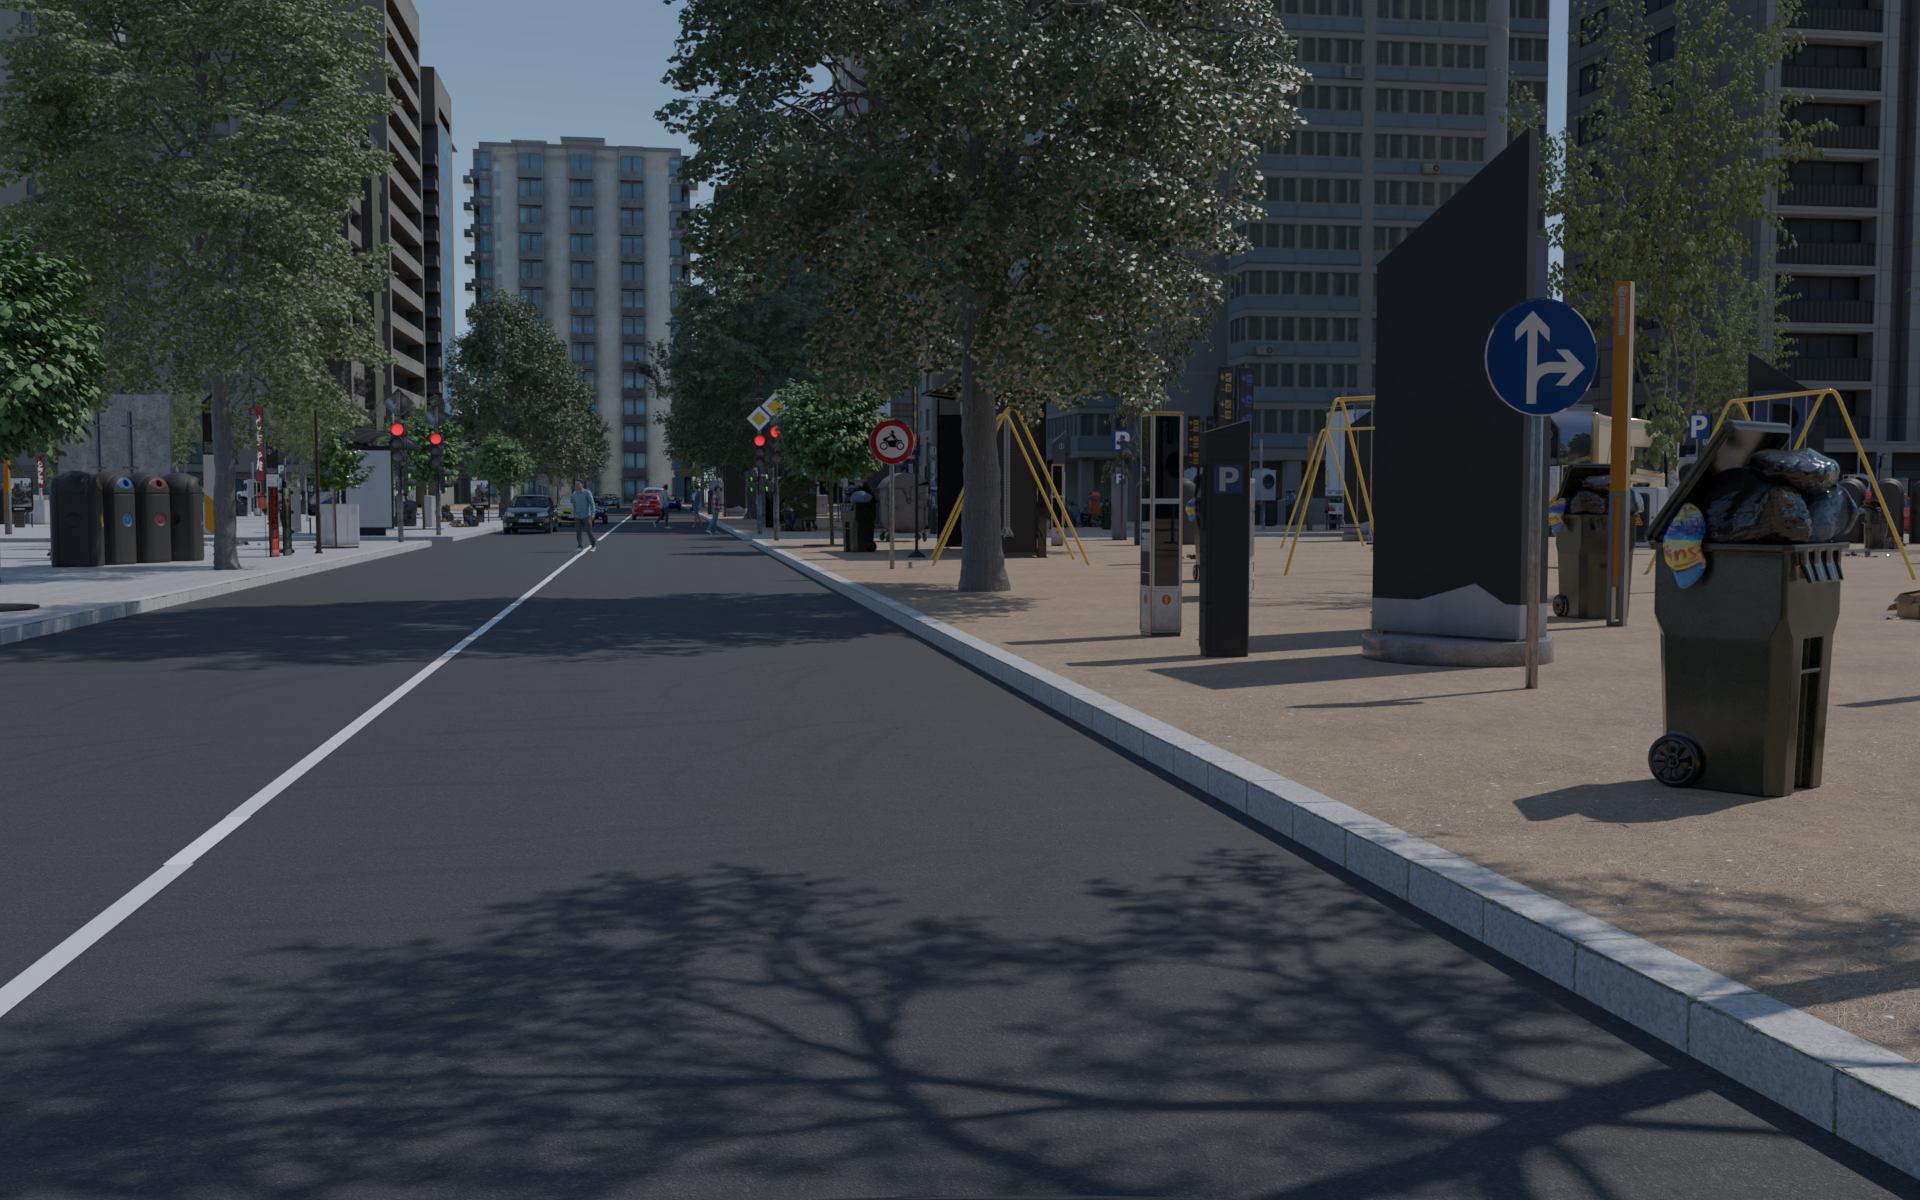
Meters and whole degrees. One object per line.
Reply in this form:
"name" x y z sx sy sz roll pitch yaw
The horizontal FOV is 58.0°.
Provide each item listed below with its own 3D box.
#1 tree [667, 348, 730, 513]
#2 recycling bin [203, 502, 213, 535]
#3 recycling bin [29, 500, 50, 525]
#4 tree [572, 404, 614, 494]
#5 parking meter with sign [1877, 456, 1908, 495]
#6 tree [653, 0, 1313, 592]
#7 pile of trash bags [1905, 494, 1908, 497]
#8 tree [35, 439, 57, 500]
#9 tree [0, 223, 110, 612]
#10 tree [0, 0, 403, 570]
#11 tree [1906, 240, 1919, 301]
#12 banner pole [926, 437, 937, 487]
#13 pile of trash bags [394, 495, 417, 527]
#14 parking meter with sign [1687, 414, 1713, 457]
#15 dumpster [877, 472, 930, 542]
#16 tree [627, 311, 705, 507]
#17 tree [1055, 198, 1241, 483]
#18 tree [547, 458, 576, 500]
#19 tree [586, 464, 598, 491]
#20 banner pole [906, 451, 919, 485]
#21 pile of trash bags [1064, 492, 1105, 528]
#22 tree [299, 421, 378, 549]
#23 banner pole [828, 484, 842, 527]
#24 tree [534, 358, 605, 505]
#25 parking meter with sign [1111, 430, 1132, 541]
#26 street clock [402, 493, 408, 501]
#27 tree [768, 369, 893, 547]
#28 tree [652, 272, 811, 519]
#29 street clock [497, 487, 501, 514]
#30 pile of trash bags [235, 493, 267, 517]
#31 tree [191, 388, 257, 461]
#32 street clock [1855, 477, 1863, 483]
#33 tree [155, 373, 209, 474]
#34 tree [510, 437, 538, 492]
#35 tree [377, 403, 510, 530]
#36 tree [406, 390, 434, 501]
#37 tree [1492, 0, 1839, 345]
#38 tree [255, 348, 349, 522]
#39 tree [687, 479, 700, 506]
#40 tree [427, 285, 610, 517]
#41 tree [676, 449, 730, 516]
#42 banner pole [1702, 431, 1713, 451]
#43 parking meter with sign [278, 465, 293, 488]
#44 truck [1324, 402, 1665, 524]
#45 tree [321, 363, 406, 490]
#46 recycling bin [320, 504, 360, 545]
"tree" -16.427 -12.333 119.767 7.486 12.596 7.792 0 3 0
"recycling bin" -23.606 -2.585 54.813 0.722 1.027 0.722 2 4 24
"recycling bin" -38.754 -3.705 73.135 0.722 1.027 0.722 1 4 8
"tree" -34.365 -13.469 154.634 7.601 10.594 8.767 0 4 -1
"parking meter with sign" 42.663 -5.042 78.697 1.738 3.016 0.543 1 4 17
"tree" 0.328 -7.081 22.435 9.857 13.997 8.962 0 3 0
"pile of trash bags" 36.772 -3.507 67.095 1.912 1.369 3.447 3 5 41
"tree" -47.549 -8.749 93.405 4.737 8.622 4.395 0 3 0
"tree" -11.017 -2.167 19.137 4.285 4.588 4.351 0 3 0
"tree" -12.705 -6.764 28.713 7.486 12.596 7.792 0 3 0
"tree" 24.274 -5.513 40.494 4.737 8.622 4.395 0 3 0
"banner pole" -1.270 -5.232 75.566 0.401 3.779 0.863 -3 5 -40
"pile of trash bags" -22.471 -3.593 68.493 1.912 1.369 3.447 -1 4 -14
"parking meter with sign" 16.803 -2.565 38.196 1.738 3.016 0.543 -2 4 -32
"dumpster" -1.524 -2.529 47.110 1.264 1.857 1.865 -1 4 -10
"tree" -25.932 -19.095 168.100 12.611 20.169 13.585 0 3 0
"tree" 4.278 -5.437 39.262 4.360 8.622 3.978 0 3 0
"tree" -31.306 -11.295 135.030 4.737 8.622 4.395 0 3 0
"tree" -41.814 -14.902 194.005 4.360 8.622 3.978 0 3 0
"banner pole" -2.270 -5.831 85.361 0.863 3.779 0.401 1 4 11
"pile of trash bags" 4.884 -3.490 66.816 1.912 1.369 3.447 -1 4 -9
"tree" -14.756 -2.831 40.882 1.663 3.219 1.824 0 3 0
"banner pole" -4.889 -4.684 66.592 0.401 3.779 0.863 -1 4 -10
"tree" -33.291 -13.786 143.527 7.486 12.596 7.792 0 3 0
"parking meter with sign" 4.466 -3.184 48.321 0.543 3.016 1.738 0 4 2
"street clock" -24.938 -4.490 77.976 0.471 2.002 0.358 2 4 34
"tree" -3.116 -3.609 42.726 4.285 4.588 4.351 0 3 0
"tree" -10.669 -10.431 87.551 9.611 12.733 9.660 0 3 0
"street clock" -27.915 -6.161 105.296 0.358 2.002 0.471 2 4 31
"pile of trash bags" -41.282 -5.450 98.853 3.447 1.369 1.912 -3 5 -40
"tree" -50.382 -10.326 119.191 4.360 8.622 3.978 0 3 0
"street clock" 37.669 -4.175 72.835 0.471 2.002 0.358 0 4 -6
"tree" -46.429 -9.326 102.850 4.737 8.622 4.395 0 3 0
"tree" -22.420 -6.186 84.853 4.285 4.588 4.351 0 3 0
"tree" -19.384 -4.834 62.748 4.285 4.588 4.351 0 3 0
"tree" -38.557 -10.480 121.714 4.360 8.622 3.978 0 3 0
"tree" 9.110 -4.415 22.546 4.737 8.622 4.395 0 3 0
"tree" -33.833 -8.476 88.939 4.737 8.622 4.395 0 3 0
"tree" -29.601 -12.200 194.069 1.663 3.219 1.824 0 3 0
"tree" -24.949 -10.905 95.305 9.611 12.733 9.660 0 3 0
"tree" -14.104 -9.335 102.995 4.737 8.622 4.395 0 3 0
"banner pole" 25.955 -4.310 60.489 0.401 3.779 0.863 -2 4 -35
"parking meter with sign" -40.375 -6.594 104.070 0.543 3.016 1.738 0 4 3
"truck" 17.341 -4.043 55.013 11.283 4.237 2.839 -1 4 -10
"tree" -34.707 -9.050 98.335 4.360 8.622 3.978 0 3 0
"recycling bin" -15.695 -1.911 43.801 0.722 1.027 0.722 3 5 39
